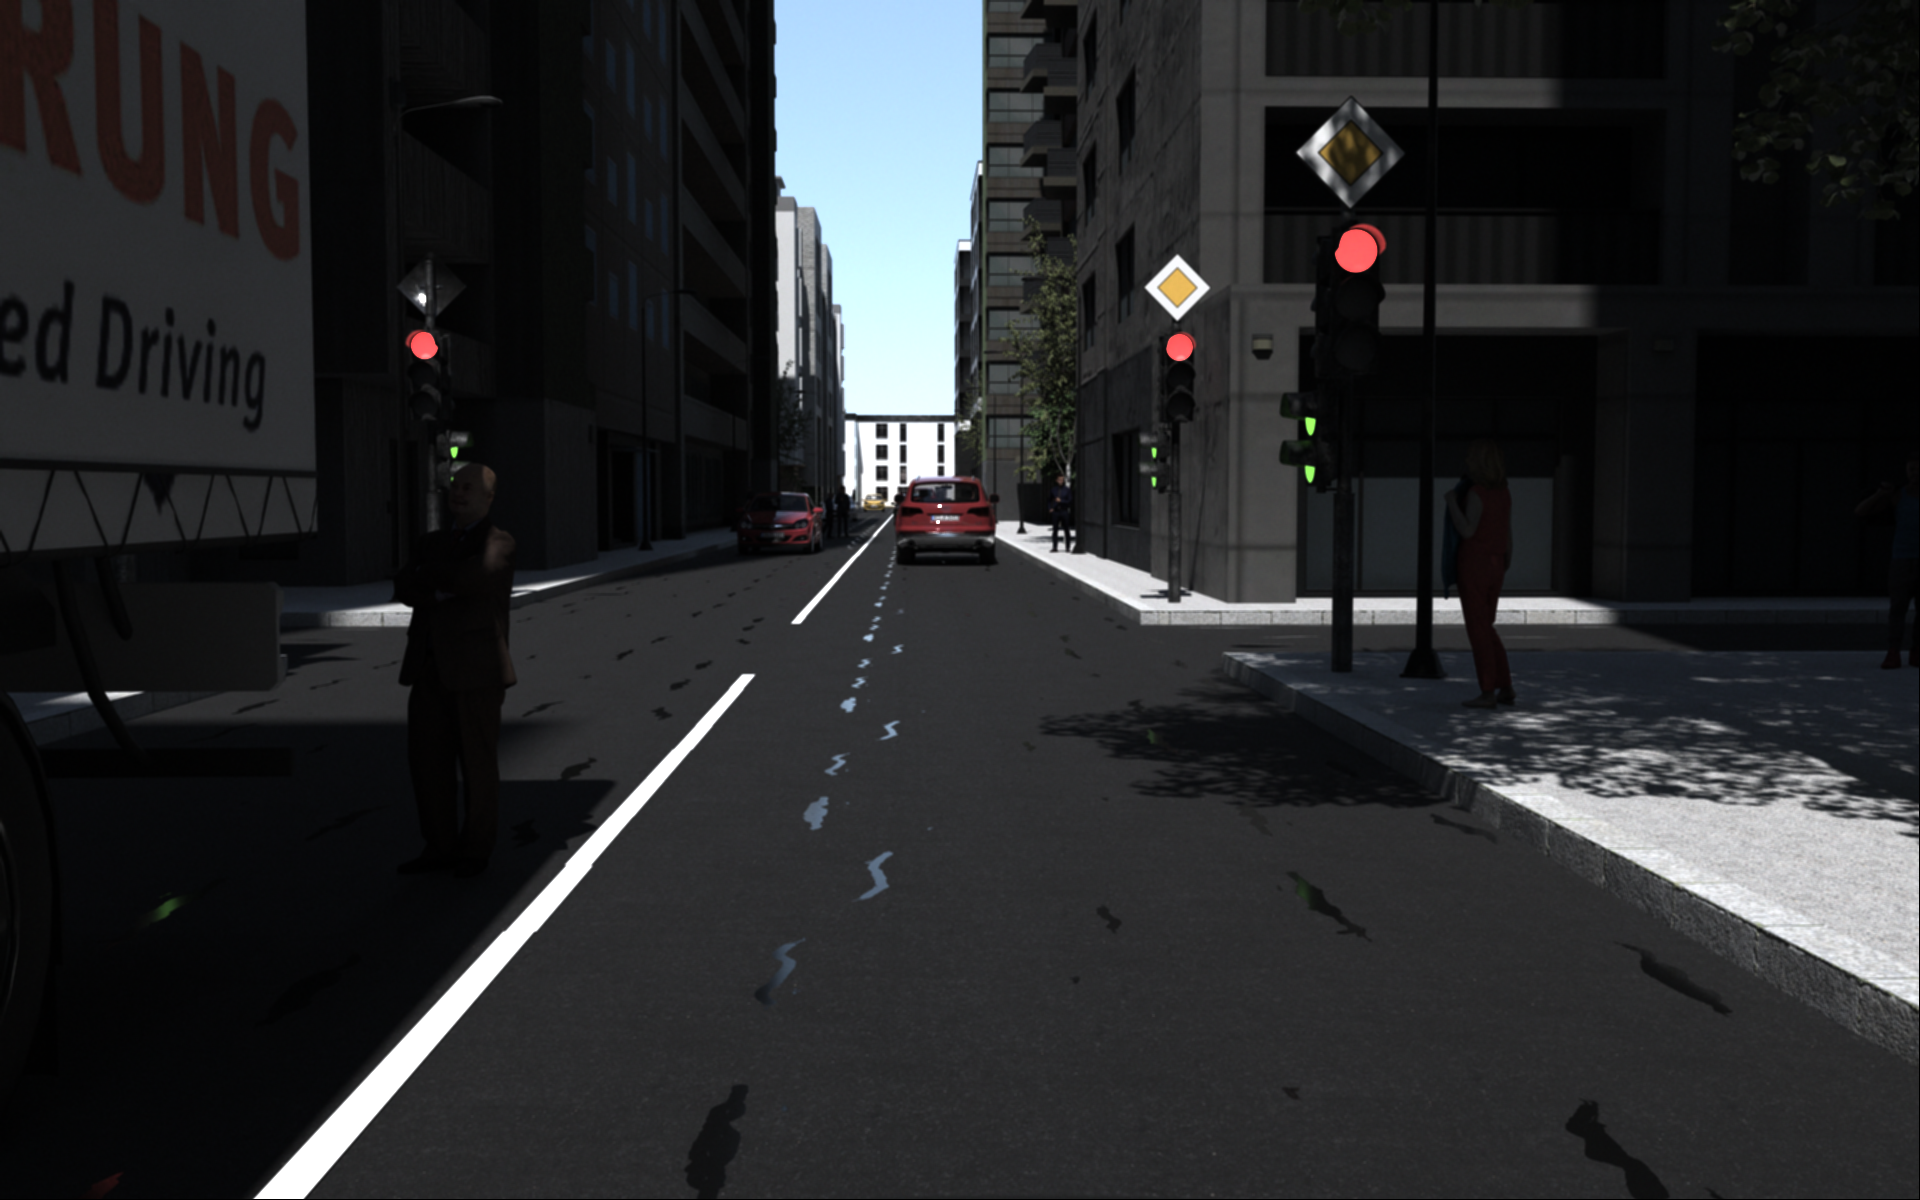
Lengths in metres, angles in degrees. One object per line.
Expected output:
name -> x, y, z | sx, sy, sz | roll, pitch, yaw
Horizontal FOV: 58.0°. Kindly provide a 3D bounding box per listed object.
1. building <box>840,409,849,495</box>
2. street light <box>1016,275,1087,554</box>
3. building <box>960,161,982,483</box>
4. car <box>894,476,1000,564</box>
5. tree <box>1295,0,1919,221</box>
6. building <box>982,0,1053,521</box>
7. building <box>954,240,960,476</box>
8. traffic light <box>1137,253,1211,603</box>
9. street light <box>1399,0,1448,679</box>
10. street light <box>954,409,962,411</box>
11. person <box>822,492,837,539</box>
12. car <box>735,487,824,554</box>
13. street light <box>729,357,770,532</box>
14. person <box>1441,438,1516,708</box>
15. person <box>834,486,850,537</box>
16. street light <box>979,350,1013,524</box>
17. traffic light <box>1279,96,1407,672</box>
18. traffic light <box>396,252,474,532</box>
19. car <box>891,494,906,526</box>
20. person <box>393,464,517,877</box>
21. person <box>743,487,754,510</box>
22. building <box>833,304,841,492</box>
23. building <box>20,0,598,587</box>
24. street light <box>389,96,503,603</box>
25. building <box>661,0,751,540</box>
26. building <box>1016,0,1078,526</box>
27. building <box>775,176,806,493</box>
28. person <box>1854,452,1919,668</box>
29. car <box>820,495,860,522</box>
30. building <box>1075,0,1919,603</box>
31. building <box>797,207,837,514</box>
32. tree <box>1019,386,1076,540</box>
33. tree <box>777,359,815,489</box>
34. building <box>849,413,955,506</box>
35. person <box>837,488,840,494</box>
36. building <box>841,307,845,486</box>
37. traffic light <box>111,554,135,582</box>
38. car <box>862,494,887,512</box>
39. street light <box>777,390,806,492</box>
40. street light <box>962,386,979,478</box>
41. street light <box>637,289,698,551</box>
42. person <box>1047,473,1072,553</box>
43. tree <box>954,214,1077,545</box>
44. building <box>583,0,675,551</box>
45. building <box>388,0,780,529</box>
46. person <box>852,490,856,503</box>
building -> -25.151, -13.726, 166.568 | 28.070, 9.664, 9.099 | 0, 4, -2
street light -> 2.003, -3.940, 36.956 | 1.470, 5.913, 1.316 | 0, 4, -2
building -> 14.589, -17.071, 123.089 | 27.936, 21.610, 32.646 | 0, 4, -2
car -> -0.287, -1.720, 36.788 | 2.281, 1.827, 5.304 | 0, 4, 0
tree -> 3.849, -5.387, 6.203 | 7.486, 12.596, 7.792 | 0, 3, 0
building -> 8.075, -24.706, 87.533 | 14.154, 41.232, 14.086 | 0, 4, -2
building -> 13.364, -19.079, 155.922 | 27.936, 21.610, 32.646 | 0, 4, -2
traffic light -> 2.519, -1.925, 20.392 | 0.839, 4.253, 0.868 | 0, 4, -2
street light -> 2.719, -2.413, 11.993 | 1.470, 5.913, 1.316 | 0, 4, -2
street light -> 0.370, -7.479, 94.824 | 1.470, 5.913, 1.316 | 0, 4, -2
person -> -4.188, -2.733, 55.886 | 0.600, 1.496, 0.574 | 2, 4, 34
car -> -4.385, -2.044, 42.457 | 2.155, 1.783, 4.494 | 0, 4, 0
street light -> -7.122, -5.271, 58.730 | 1.470, 5.913, 1.316 | 0, 4, -2
person -> 3.126, -0.164, 10.422 | 0.593, 1.614, 0.444 | -1, 4, -18
person -> -3.937, -2.969, 57.957 | 0.541, 1.710, 0.530 | -1, 4, -8
street light -> 1.458, -5.101, 55.937 | 1.470, 5.913, 1.316 | 0, 4, -2
traffic light -> 2.742, -1.437, 12.410 | 0.839, 4.253, 0.868 | 0, 4, -2
traffic light -> -6.118, -1.909, 20.136 | 0.839, 4.253, 0.868 | 0, 4, -2
car -> -2.201, -4.306, 80.196 | 2.009, 1.686, 4.222 | 0, 4, -1
person -> -1.878, 0.261, 6.509 | 0.482, 1.546, 0.388 | 2, 4, 27
person -> -7.539, -3.313, 62.420 | 0.471, 1.553, 0.569 | 3, 4, 37
building -> -18.445, -17.590, 144.012 | 16.016, 20.091, 11.380 | 0, 4, -2
building -> -13.903, -15.546, 25.879 | 14.160, 30.474, 14.107 | 0, 4, -2
street light -> -6.044, -2.926, 20.385 | 1.470, 5.913, 1.316 | 0, 4, -2
building -> -18.767, -26.528, 57.440 | 21.300, 48.544, 21.600 | 0, 4, -2
building -> 13.687, -25.130, 65.494 | 22.147, 44.769, 28.867 | 0, 4, -2
building -> -17.129, -14.954, 100.913 | 16.016, 20.091, 11.380 | 0, 4, -2
person -> 7.017, -0.304, 12.884 | 0.647, 1.594, 0.662 | 1, 4, 22
car -> -6.373, -4.867, 91.934 | 2.083, 1.381, 4.827 | 0, 4, -3
building -> 13.161, -36.108, 28.619 | 20.611, 71.187, 20.563 | 0, 4, -2
building -> -17.749, -15.650, 122.335 | 16.747, 18.905, 31.486 | 0, 4, -2
tree -> 3.273, -3.982, 48.818 | 4.285, 4.588, 4.351 | 0, 3, 0
tree -> -9.488, -8.491, 89.187 | 4.737, 8.622, 4.395 | 0, 3, 0
building -> -11.006, -14.806, 184.223 | 28.070, 9.664, 9.099 | 0, 4, -2
person -> -9.726, -8.161, 140.035 | 0.434, 1.755, 0.990 | 1, 4, 8
building -> -18.351, -18.328, 156.085 | 16.016, 20.091, 11.380 | 0, 4, -2
traffic light -> -5.895, -1.421, 12.154 | 0.839, 4.253, 0.868 | 0, 4, -2
car -> -6.966, -7.980, 140.690 | 2.015, 1.641, 3.980 | 0, 4, -3
street light -> -7.603, -6.429, 77.663 | 1.470, 5.913, 1.316 | 0, 4, -2
street light -> 0.967, -6.259, 74.870 | 1.470, 5.913, 1.316 | 0, 4, -2
street light -> -6.624, -4.084, 39.315 | 1.470, 5.913, 1.316 | 0, 4, -2
person -> 2.183, -1.916, 38.067 | 0.576, 1.737, 0.504 | 1, 4, 11
tree -> 2.798, -5.726, 43.982 | 4.737, 8.622, 4.395 | 0, 3, 0
building -> -14.634, -23.833, 39.779 | 14.600, 45.320, 14.200 | 0, 4, -2
building -> -15.586, -18.606, 75.907 | 14.160, 30.474, 14.107 | 0, 4, -2
person -> -10.489, -9.980, 169.946 | 0.721, 1.736, 1.217 | 0, 4, 4
